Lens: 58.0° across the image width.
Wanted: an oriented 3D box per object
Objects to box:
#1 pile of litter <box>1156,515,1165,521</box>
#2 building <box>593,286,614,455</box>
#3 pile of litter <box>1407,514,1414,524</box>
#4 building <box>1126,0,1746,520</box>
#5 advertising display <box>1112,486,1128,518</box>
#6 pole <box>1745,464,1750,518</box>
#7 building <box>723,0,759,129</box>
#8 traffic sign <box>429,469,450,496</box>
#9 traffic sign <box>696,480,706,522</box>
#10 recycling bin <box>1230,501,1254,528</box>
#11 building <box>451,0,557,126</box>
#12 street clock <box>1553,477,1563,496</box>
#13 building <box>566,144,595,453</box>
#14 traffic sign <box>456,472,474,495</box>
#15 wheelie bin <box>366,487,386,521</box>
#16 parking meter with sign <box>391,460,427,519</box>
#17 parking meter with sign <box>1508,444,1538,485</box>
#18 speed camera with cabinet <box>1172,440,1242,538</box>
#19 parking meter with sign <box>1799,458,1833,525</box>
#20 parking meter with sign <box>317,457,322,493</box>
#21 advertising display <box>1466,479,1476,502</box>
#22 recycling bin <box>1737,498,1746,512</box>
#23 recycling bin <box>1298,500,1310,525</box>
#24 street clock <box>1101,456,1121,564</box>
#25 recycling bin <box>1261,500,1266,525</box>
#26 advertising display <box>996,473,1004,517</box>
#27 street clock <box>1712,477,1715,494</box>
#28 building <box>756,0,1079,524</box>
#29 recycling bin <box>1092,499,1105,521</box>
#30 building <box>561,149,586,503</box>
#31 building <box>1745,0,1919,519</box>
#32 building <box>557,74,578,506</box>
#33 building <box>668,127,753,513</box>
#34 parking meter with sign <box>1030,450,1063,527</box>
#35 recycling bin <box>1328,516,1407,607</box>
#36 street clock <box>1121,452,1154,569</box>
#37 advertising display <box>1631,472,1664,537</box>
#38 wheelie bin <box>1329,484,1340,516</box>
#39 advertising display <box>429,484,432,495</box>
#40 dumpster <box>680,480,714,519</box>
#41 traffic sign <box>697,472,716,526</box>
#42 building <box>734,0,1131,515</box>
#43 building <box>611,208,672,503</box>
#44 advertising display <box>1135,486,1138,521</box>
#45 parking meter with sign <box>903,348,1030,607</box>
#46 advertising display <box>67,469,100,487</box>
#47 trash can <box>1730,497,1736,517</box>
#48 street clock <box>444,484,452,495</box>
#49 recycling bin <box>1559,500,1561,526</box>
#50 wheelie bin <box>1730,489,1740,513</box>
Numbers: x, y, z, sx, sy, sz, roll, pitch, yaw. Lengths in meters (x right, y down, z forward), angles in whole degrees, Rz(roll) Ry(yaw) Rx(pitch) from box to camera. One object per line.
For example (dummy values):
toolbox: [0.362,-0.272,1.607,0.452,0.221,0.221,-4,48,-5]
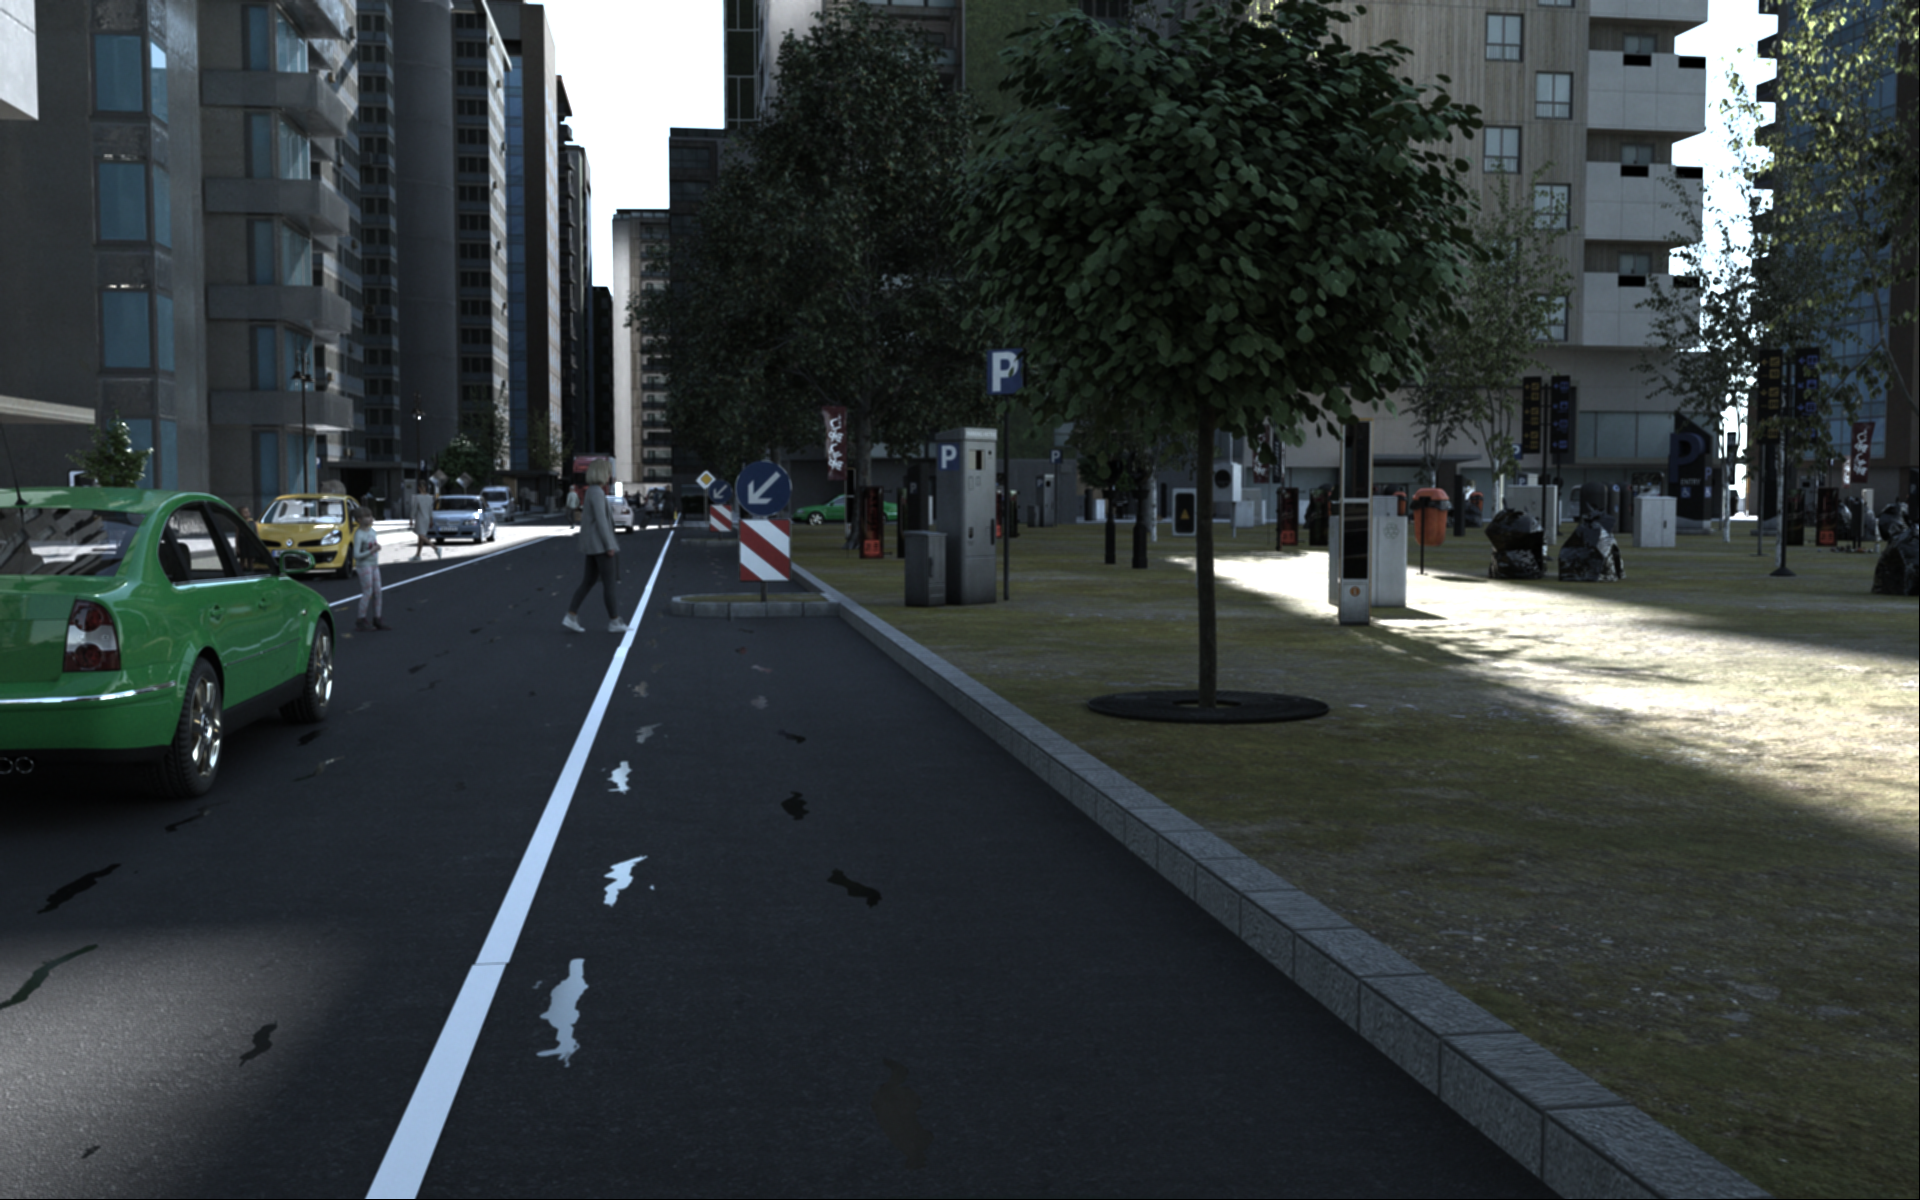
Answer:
pile of litter: [9.241,-4.211,82.817,1.719,0.858,1.176,-3,5,-41]
building: [-55.031,-28.594,239.211,14.107,30.474,14.160,-1,4,-9]
pile of litter: [19.434,-3.641,73.501,1.176,0.858,1.719,-3,5,-44]
building: [24.443,-31.077,97.340,27.495,52.752,28.713,-1,4,-9]
advertising display: [8.422,-5.272,91.404,0.974,1.923,0.123,-1,4,-21]
pole: [42.830,-6.134,94.142,0.158,3.312,0.155,0,3,0]
building: [-21.376,-47.699,218.133,20.563,71.187,20.611,-1,4,-9]
traffic sign: [-20.678,-3.987,68.834,0.795,2.450,0.064,-1,4,-9]
traffic sign: [-11.546,-4.568,78.325,0.795,2.450,0.064,-1,4,-9]
recycling bin: [10.616,-3.221,65.218,0.722,1.027,0.722,0,4,-7]
building: [-43.673,-30.938,155.949,14.600,45.320,14.200,-1,4,-9]
street clock: [25.765,-4.288,74.674,0.358,2.002,0.471,-1,4,-13]
building: [-53.606,-34.686,217.225,14.200,45.320,14.600,-1,4,-9]
traffic sign: [-21.917,-4.470,76.723,0.795,2.450,0.064,-1,4,-9]
wheelie bin: [-27.930,-4.575,82.703,0.693,1.594,0.980,2,4,30]
parking meter with sign: [-28.124,-5.630,88.309,1.738,3.016,0.543,-3,5,-40]
parking meter with sign: [19.968,-3.952,60.869,1.738,3.016,0.543,-3,5,-39]
speed camera with cabinet: [7.295,-3.482,51.272,2.038,3.252,0.660,3,4,37]
parking meter with sign: [35.611,-4.675,72.690,1.738,3.016,0.543,3,4,36]
parking meter with sign: [-30.444,-5.158,80.591,0.543,3.016,1.738,1,4,16]
advertising display: [22.300,-4.347,76.292,0.974,1.923,0.123,-2,4,-26]
recycling bin: [55.005,-6.710,122.264,0.722,1.027,0.722,1,4,11]
recycling bin: [14.194,-3.633,71.961,0.722,1.027,0.722,-1,4,-19]
street clock: [2.762,-1.665,31.789,0.471,2.002,0.358,0,4,6]
recycling bin: [12.138,-3.580,71.083,0.722,1.027,0.722,1,4,19]
advertising display: [1.099,-2.929,53.109,0.974,1.923,0.123,3,5,43]
street clock: [31.011,-4.109,71.753,0.471,2.002,0.358,2,4,25]
building: [-2.526,-24.481,83.855,14.086,41.232,14.154,-1,4,-9]
recycling bin: [6.521,-4.350,83.684,0.722,1.027,0.722,3,5,41]
building: [-50.815,-31.545,199.361,14.154,41.232,14.086,-1,4,-9]
building: [54.119,-27.182,94.533,14.200,45.320,14.600,-1,4,-9]
building: [-50.901,-31.925,176.591,22.147,44.769,28.867,-1,4,-9]
building: [-16.327,-22.551,140.407,14.160,30.474,14.107,-1,4,-9]
parking meter with sign: [3.269,-4.341,67.239,0.543,3.016,1.738,3,4,37]
recycling bin: [4.685,-0.451,19.927,0.722,1.027,0.722,0,4,-4]
street clock: [3.102,-1.545,29.835,0.358,2.002,0.471,-2,4,-33]
advertising display: [20.384,-2.823,51.375,0.123,1.923,0.974,-3,4,-36]
wheelie bin: [12.130,-2.875,54.916,0.693,1.594,0.980,-3,5,-44]
advertising display: [-35.902,-6.804,116.461,0.974,1.923,0.123,2,4,27]
dumpster: [-14.950,-5.744,98.868,1.985,2.255,1.502,-1,4,-9]
traffic sign: [-10.307,-4.085,70.436,0.795,2.450,0.064,-1,4,-9]
building: [1.221,-25.902,115.381,32.217,40.220,23.993,-1,4,-9]
building: [-41.100,-34.094,241.033,14.086,41.232,14.154,-1,4,-9]
advertising display: [7.068,-3.864,68.386,0.123,1.923,0.974,0,4,-5]
parking meter with sign: [0.049,-1.465,20.221,0.543,3.016,1.738,3,4,38]
advertising display: [-22.753,-2.449,45.251,0.974,1.923,0.123,-2,4,-33]
trash can: [43.630,-5.291,98.159,0.748,1.137,0.748,0,3,0]
street clock: [-31.044,-6.149,105.108,0.471,2.002,0.358,2,4,33]
recycling bin: [23.553,-3.468,69.262,0.722,1.027,0.722,0,4,-5]
wheelie bin: [51.213,-6.548,114.963,0.980,1.594,0.693,0,4,1]
